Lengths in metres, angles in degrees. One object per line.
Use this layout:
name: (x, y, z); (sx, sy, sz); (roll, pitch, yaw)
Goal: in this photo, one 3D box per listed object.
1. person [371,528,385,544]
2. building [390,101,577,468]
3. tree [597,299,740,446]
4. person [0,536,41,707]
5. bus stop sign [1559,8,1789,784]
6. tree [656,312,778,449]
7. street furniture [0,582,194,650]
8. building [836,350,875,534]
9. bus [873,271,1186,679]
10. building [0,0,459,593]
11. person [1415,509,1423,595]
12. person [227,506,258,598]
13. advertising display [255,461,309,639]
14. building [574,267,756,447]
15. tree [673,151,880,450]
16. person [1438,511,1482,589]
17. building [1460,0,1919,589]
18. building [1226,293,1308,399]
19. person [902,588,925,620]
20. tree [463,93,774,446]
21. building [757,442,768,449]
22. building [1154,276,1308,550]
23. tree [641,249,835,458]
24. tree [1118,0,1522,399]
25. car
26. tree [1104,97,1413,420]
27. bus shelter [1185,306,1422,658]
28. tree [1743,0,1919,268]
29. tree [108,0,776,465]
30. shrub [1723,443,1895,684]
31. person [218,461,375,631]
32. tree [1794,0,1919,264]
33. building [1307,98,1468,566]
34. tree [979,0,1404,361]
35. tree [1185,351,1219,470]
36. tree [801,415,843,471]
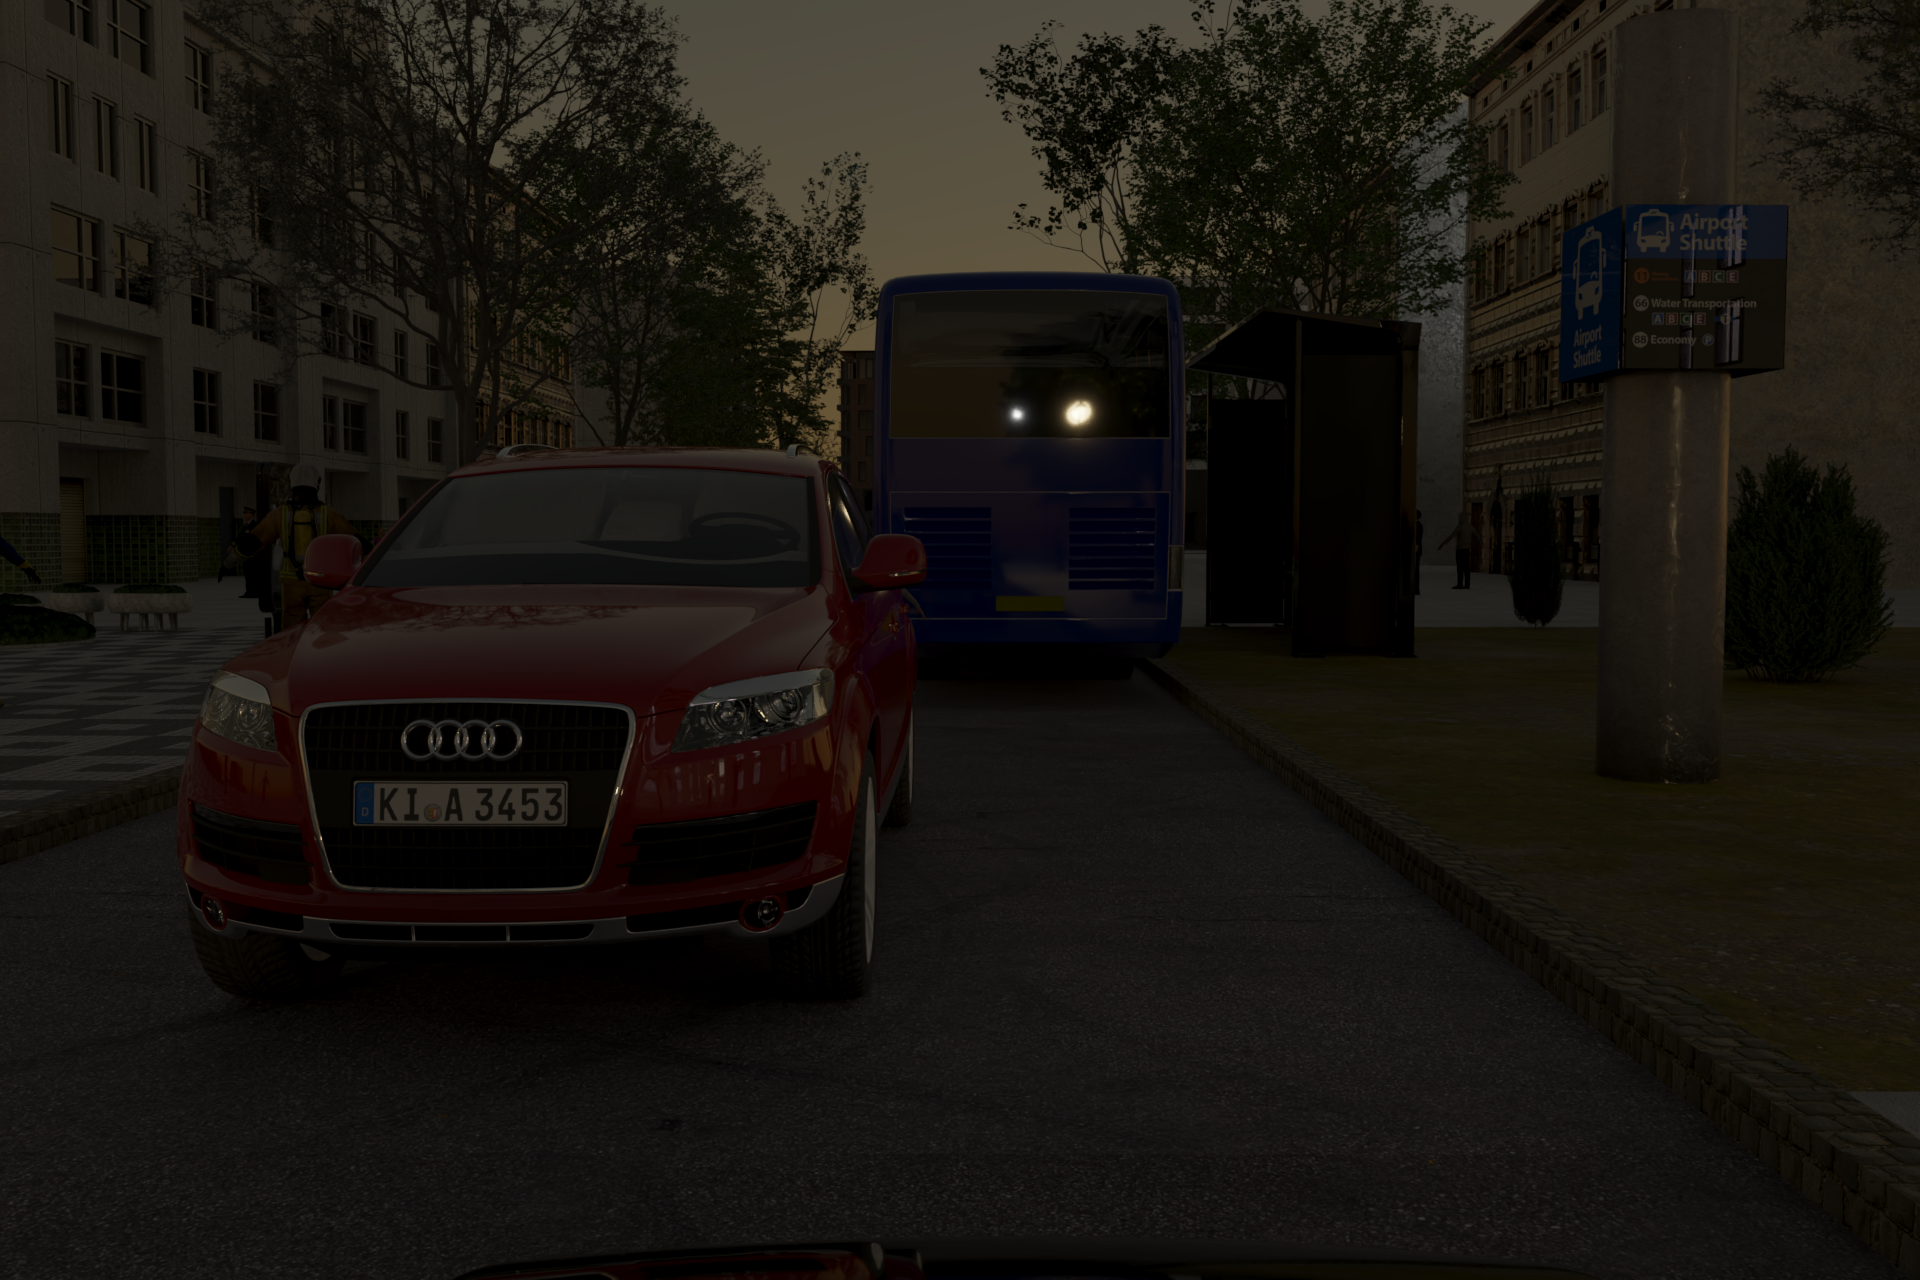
person: (-14.285, -2.048, 42.753); (0.991, 1.433, 0.599); (-1, 4, -11)
building: (-28.765, -15.119, 78.124); (19.493, 23.208, 18.063); (0, 4, 1)
tree: (-8.361, -6.180, 51.401); (4.737, 8.622, 4.395); (0, 3, 0)
person: (-7.239, -0.404, 12.583); (0.705, 1.833, 1.349); (1, 4, 10)
bus stop sign: (3.697, -1.226, 9.069); (0.837, 3.901, 0.837); (0, 4, -1)
tree: (-8.320, -6.578, 57.906); (4.737, 8.622, 4.395); (0, 3, 0)
street furniture: (-14.919, -0.383, 21.895); (10.072, 0.657, 5.734); (1, 4, 15)
building: (3.244, -21.686, 201.003); (32.646, 21.610, 27.936); (0, 4, 3)
bus: (0.522, -1.737, 19.954); (2.896, 3.916, 12.251); (0, 4, 0)
building: (-28.463, -11.396, 52.782); (16.747, 18.905, 31.486); (0, 4, 1)
person: (9.562, -1.856, 36.532); (0.705, 1.806, 1.347); (0, 4, 5)
person: (-14.204, -1.754, 34.607); (1.347, 1.837, 0.705); (3, 5, 39)
advertising display: (-6.113, -0.642, 15.705); (0.123, 1.923, 0.974); (0, 4, 0)
building: (-25.710, -16.169, 130.823); (16.747, 18.905, 31.486); (0, 4, 0)
tree: (-7.379, -14.004, 84.861); (12.611, 20.169, 13.585); (0, 3, 0)
person: (11.703, -2.094, 40.359); (1.348, 1.813, 0.705); (-2, 4, -29)
building: (26.165, -13.336, 48.966); (19.493, 23.208, 18.063); (0, 4, 0)
building: (25.662, -16.978, 134.004); (16.016, 20.090, 11.380); (0, 3, 0)
person: (-0.756, -0.102, 13.385); (0.991, 1.433, 0.599); (-1, 4, -8)
tree: (-8.089, -7.046, 40.962); (9.928, 11.665, 9.643); (0, 3, 0)
building: (-22.814, -13.705, 166.223); (9.099, 9.664, 28.070); (0, 4, 1)
building: (23.666, -18.937, 153.593); (27.936, 21.610, 32.646); (0, 4, 1)
tree: (-8.854, -9.216, 68.803); (7.486, 12.596, 7.792); (0, 3, 0)
tree: (6.671, -6.551, 32.868); (9.928, 11.665, 9.643); (0, 3, 0)
car: (-1.253, 0.100, 7.039); (2.281, 1.827, 5.304); (0, 4, 1)
tree: (7.087, -7.098, 41.813); (9.928, 11.665, 9.643); (0, 3, 0)
bus shelter: (3.946, -1.817, 20.998); (1.731, 3.624, 6.357); (0, 4, -1)
tree: (14.884, -6.749, 20.710); (12.009, 13.543, 11.850); (0, 3, 0)
tree: (-8.228, -7.259, 29.062); (12.009, 13.543, 11.850); (0, 3, 0)
shrub: (7.223, -0.674, 15.054); (1.661, 2.075, 1.752); (0, 3, 0)
person: (-5.209, -0.493, 13.825); (1.354, 1.858, 0.705); (-1, 4, -15)
tree: (6.634, -3.723, 11.232); (4.360, 8.622, 3.978); (0, 3, 0)
building: (26.794, -15.144, 78.532); (19.493, 23.208, 18.063); (0, 3, 0)
tree: (7.009, -12.169, 54.859); (12.611, 20.169, 13.585); (0, 3, 0)
tree: (7.628, -8.326, 70.537); (8.767, 10.594, 7.601); (3, 5, 39)
tree: (-8.882, -9.499, 105.663); (4.737, 8.622, 4.395); (0, 3, 0)
